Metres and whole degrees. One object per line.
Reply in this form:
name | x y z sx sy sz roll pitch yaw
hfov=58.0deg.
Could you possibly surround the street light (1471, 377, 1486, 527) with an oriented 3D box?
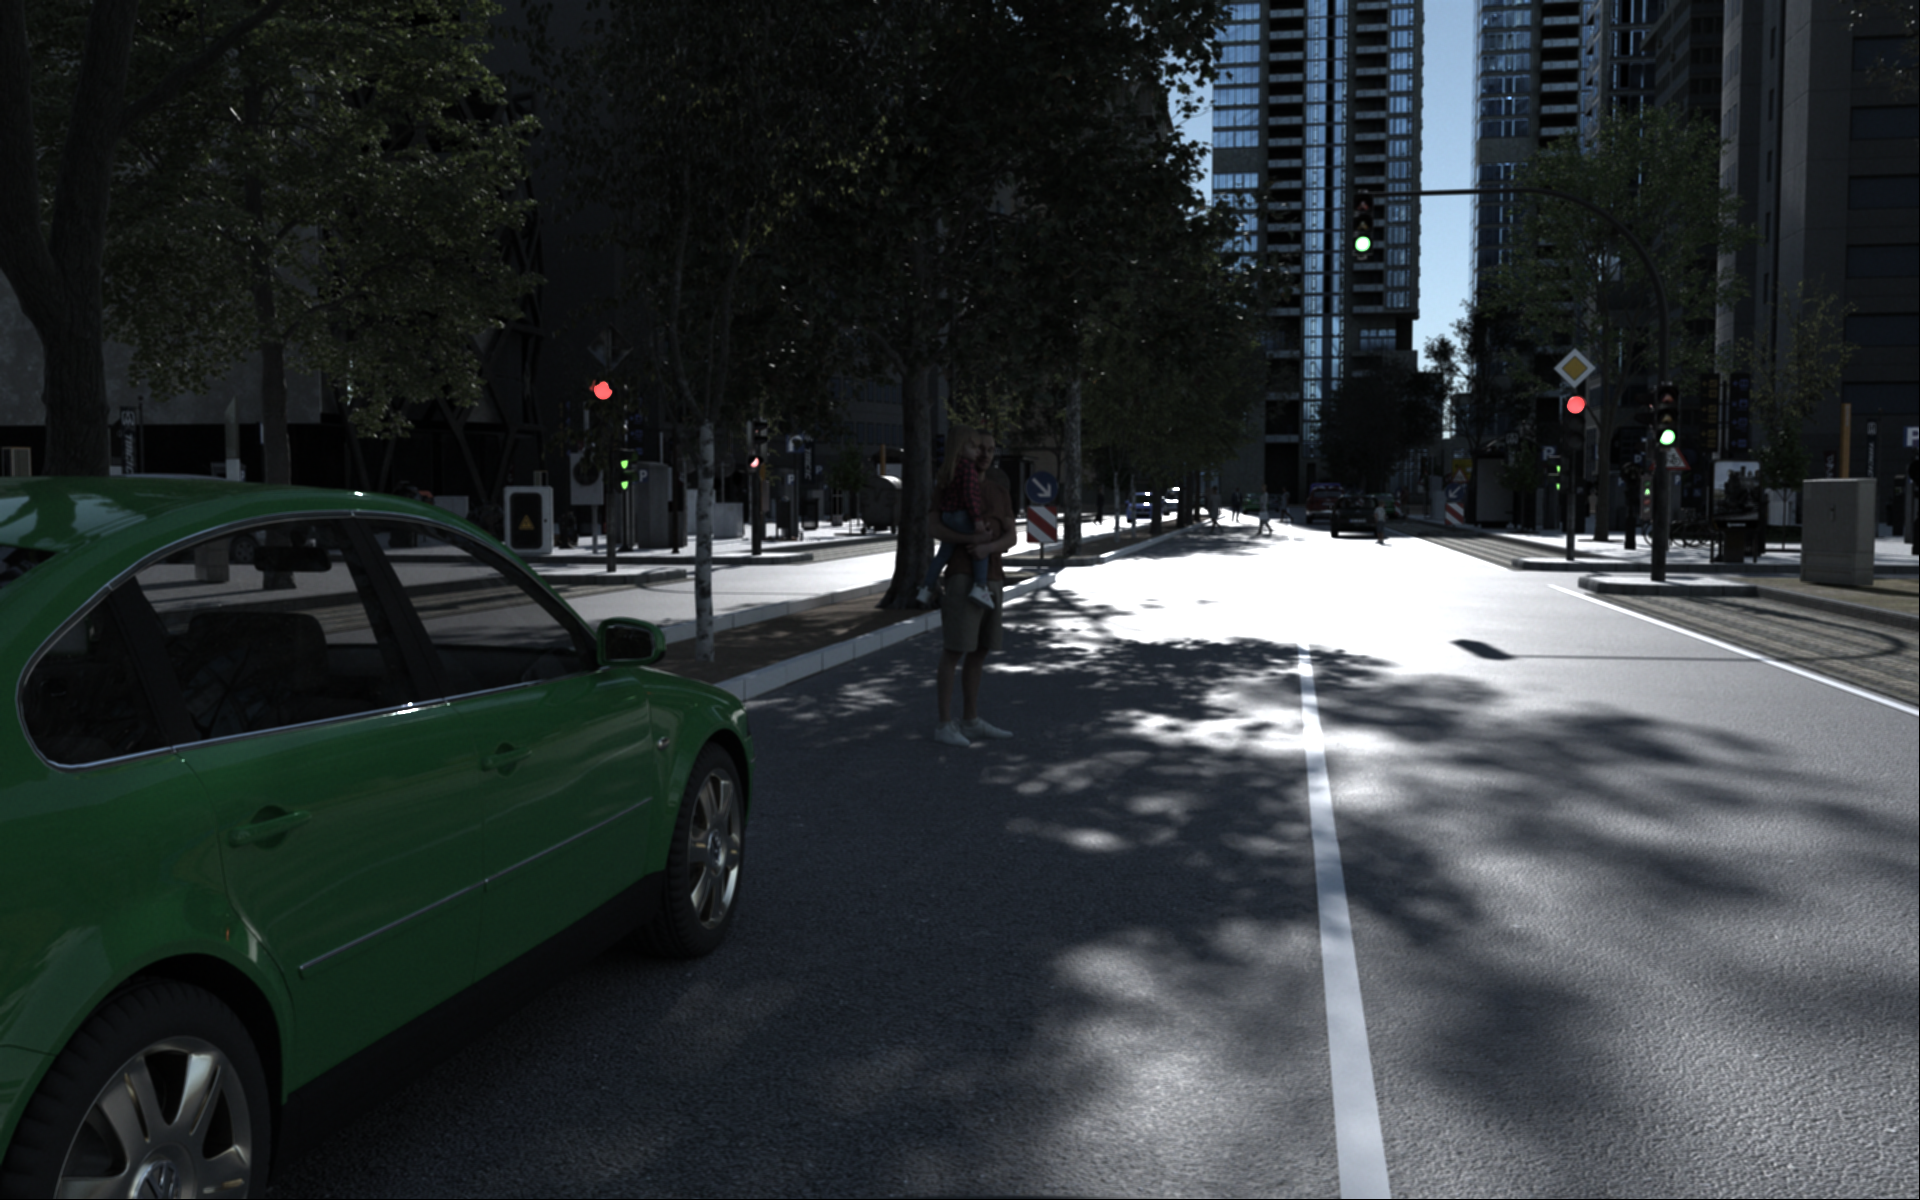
street light | 20.371 -5.834 68.173 0.468 5.910 1.993 1 4 11

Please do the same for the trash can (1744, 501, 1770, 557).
trash can | 16.246 -1.467 35.632 0.748 1.137 0.748 0 3 0

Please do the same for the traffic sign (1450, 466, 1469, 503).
traffic sign | 23.380 -4.961 81.120 0.884 2.594 0.081 1 4 11

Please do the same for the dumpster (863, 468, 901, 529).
dumpster | -2.818 -3.816 64.889 1.502 2.255 1.985 1 4 11

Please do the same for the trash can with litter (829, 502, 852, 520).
trash can with litter | -5.900 -4.535 85.529 1.055 1.170 0.624 -3 4 -37

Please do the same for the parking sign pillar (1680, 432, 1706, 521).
parking sign pillar | 31.582 -5.285 74.889 1.447 3.967 1.447 0 4 -4

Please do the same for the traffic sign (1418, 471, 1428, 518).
traffic sign | 25.357 -5.769 94.335 0.884 2.594 0.081 1 4 11

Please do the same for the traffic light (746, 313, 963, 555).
traffic light | -2.191 -3.750 35.984 4.771 5.953 1.251 1 4 11

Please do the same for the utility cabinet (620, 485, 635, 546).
utility cabinet | -8.266 -2.099 42.990 0.318 1.500 1.173 -1 4 -13

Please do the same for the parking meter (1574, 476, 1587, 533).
parking meter | 20.297 -3.117 56.672 0.399 1.863 0.255 1 4 23

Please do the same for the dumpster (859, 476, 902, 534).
dumpster | -2.504 -3.093 56.335 1.264 1.857 1.865 1 4 11

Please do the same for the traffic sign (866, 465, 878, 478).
traffic sign | -3.925 -4.562 74.699 0.768 2.556 0.104 1 4 14

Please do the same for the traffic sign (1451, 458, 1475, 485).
traffic sign | 28.947 -6.365 97.946 2.265 3.308 0.079 1 4 13

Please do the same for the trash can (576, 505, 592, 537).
trash can | -11.337 -2.500 52.533 0.748 1.137 0.748 0 3 0

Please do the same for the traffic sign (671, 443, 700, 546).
traffic sign | -6.761 -2.600 42.618 0.768 2.556 0.104 1 4 13

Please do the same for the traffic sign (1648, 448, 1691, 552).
traffic sign | 15.759 -2.355 38.507 0.884 2.594 0.081 1 4 15

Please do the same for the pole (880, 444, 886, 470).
pole | -3.151 -4.714 70.919 0.158 3.312 0.155 0 3 0

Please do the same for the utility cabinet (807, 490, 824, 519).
utility cabinet | -7.514 -4.972 89.977 0.318 1.500 1.173 2 4 26

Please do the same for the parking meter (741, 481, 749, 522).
parking meter | -9.765 -4.461 78.649 0.399 1.863 0.255 0 4 7

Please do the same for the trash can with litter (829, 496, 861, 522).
trash can with litter | -5.691 -4.218 80.026 1.678 1.210 2.233 -3 4 -38

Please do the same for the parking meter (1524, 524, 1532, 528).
parking meter | 21.490 -3.659 65.533 0.255 1.863 0.399 -1 4 -14

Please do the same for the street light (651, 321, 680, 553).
street light | -6.156 -3.947 37.315 0.468 5.910 1.993 1 4 11

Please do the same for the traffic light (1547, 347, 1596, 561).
traffic light | 11.770 -2.717 33.343 0.839 4.253 0.868 1 4 11

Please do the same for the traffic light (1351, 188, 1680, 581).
traffic light | 8.219 -3.124 25.742 4.771 5.953 1.251 1 4 11

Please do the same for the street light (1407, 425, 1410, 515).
street light | 27.579 -8.177 106.483 0.468 5.910 1.993 1 4 11

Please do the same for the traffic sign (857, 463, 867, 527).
traffic sign | -4.023 -4.178 68.414 0.768 2.556 0.104 1 4 17

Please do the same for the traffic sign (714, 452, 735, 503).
traffic sign | -7.125 -3.179 52.077 0.768 2.556 0.104 1 4 18

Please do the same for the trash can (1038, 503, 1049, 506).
trash can | 4.614 -5.158 95.991 0.748 1.137 0.748 0 3 0

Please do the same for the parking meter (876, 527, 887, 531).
parking meter | -2.751 -3.348 60.449 0.399 1.863 0.255 2 4 32

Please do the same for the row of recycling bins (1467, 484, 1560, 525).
row of recycling bins | 23.238 -4.028 72.974 3.534 1.692 1.069 1 4 11

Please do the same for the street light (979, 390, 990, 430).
street light | 1.127 -6.289 75.611 0.468 5.910 1.993 1 4 11

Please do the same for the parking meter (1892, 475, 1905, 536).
parking meter | 28.810 -2.901 53.144 0.255 1.863 0.399 3 4 37

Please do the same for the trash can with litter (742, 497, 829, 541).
trash can with litter | -5.059 -2.243 47.738 2.233 1.210 1.678 3 5 42

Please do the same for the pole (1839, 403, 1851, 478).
pole | 19.882 -2.759 38.953 0.158 3.312 0.155 0 3 0

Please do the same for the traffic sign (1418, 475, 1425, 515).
traffic sign | 28.635 -6.533 106.926 0.768 2.556 0.104 1 4 14

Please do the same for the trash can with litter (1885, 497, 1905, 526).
trash can with litter | 37.584 -3.538 69.237 1.055 1.170 0.624 2 4 28

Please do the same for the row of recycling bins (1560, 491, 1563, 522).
row of recycling bins | 27.665 -4.481 80.383 1.069 1.692 3.534 0 4 -7

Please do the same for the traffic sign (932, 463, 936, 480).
traffic sign | -1.290 -4.217 69.050 0.768 2.556 0.104 1 4 13

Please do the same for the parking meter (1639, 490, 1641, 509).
parking meter | 40.890 -5.831 103.750 0.372 1.533 0.369 0 3 0

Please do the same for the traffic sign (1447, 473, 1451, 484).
traffic sign | 28.593 -6.129 100.309 0.768 2.556 0.104 1 4 18

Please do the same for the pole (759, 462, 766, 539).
pole | -5.671 -3.408 49.564 0.158 3.312 0.155 0 3 0

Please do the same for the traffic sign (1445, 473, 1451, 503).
traffic sign | 29.684 -6.406 104.838 0.768 2.556 0.104 1 4 13

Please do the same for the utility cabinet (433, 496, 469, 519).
utility cabinet | -15.684 -2.582 53.378 1.020 1.237 0.306 0 4 5

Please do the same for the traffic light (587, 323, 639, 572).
traffic light | -5.742 -2.420 28.489 0.839 4.253 0.868 1 4 11

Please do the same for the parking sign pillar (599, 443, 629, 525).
parking sign pillar | -14.452 -5.155 72.762 1.447 3.967 1.447 0 4 -4

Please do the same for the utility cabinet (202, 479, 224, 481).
utility cabinet | -10.976 -1.023 25.398 0.318 1.500 1.173 -2 4 -32

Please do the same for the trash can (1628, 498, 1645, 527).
trash can | 26.305 -3.404 67.315 0.748 1.137 0.748 0 3 0

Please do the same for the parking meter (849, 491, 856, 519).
parking meter | -5.474 -4.892 88.399 0.372 1.533 0.369 0 3 0

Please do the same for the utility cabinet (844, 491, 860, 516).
utility cabinet | -6.104 -5.440 97.629 0.318 1.500 1.173 -3 4 -38

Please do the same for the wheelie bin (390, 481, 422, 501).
wheelie bin | -13.329 -2.060 41.587 0.693 1.594 0.980 0 4 1

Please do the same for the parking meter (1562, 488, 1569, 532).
parking meter | 20.362 -3.031 57.966 0.372 1.533 0.369 0 3 0

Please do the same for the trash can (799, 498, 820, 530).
trash can | -5.373 -3.075 61.937 0.748 1.137 0.748 0 3 0

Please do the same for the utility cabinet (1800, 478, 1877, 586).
utility cabinet | 12.330 -0.959 24.357 0.318 1.500 1.173 -1 4 -9

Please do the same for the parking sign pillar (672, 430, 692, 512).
parking sign pillar | -11.764 -5.189 73.311 1.447 3.967 1.447 1 4 10
